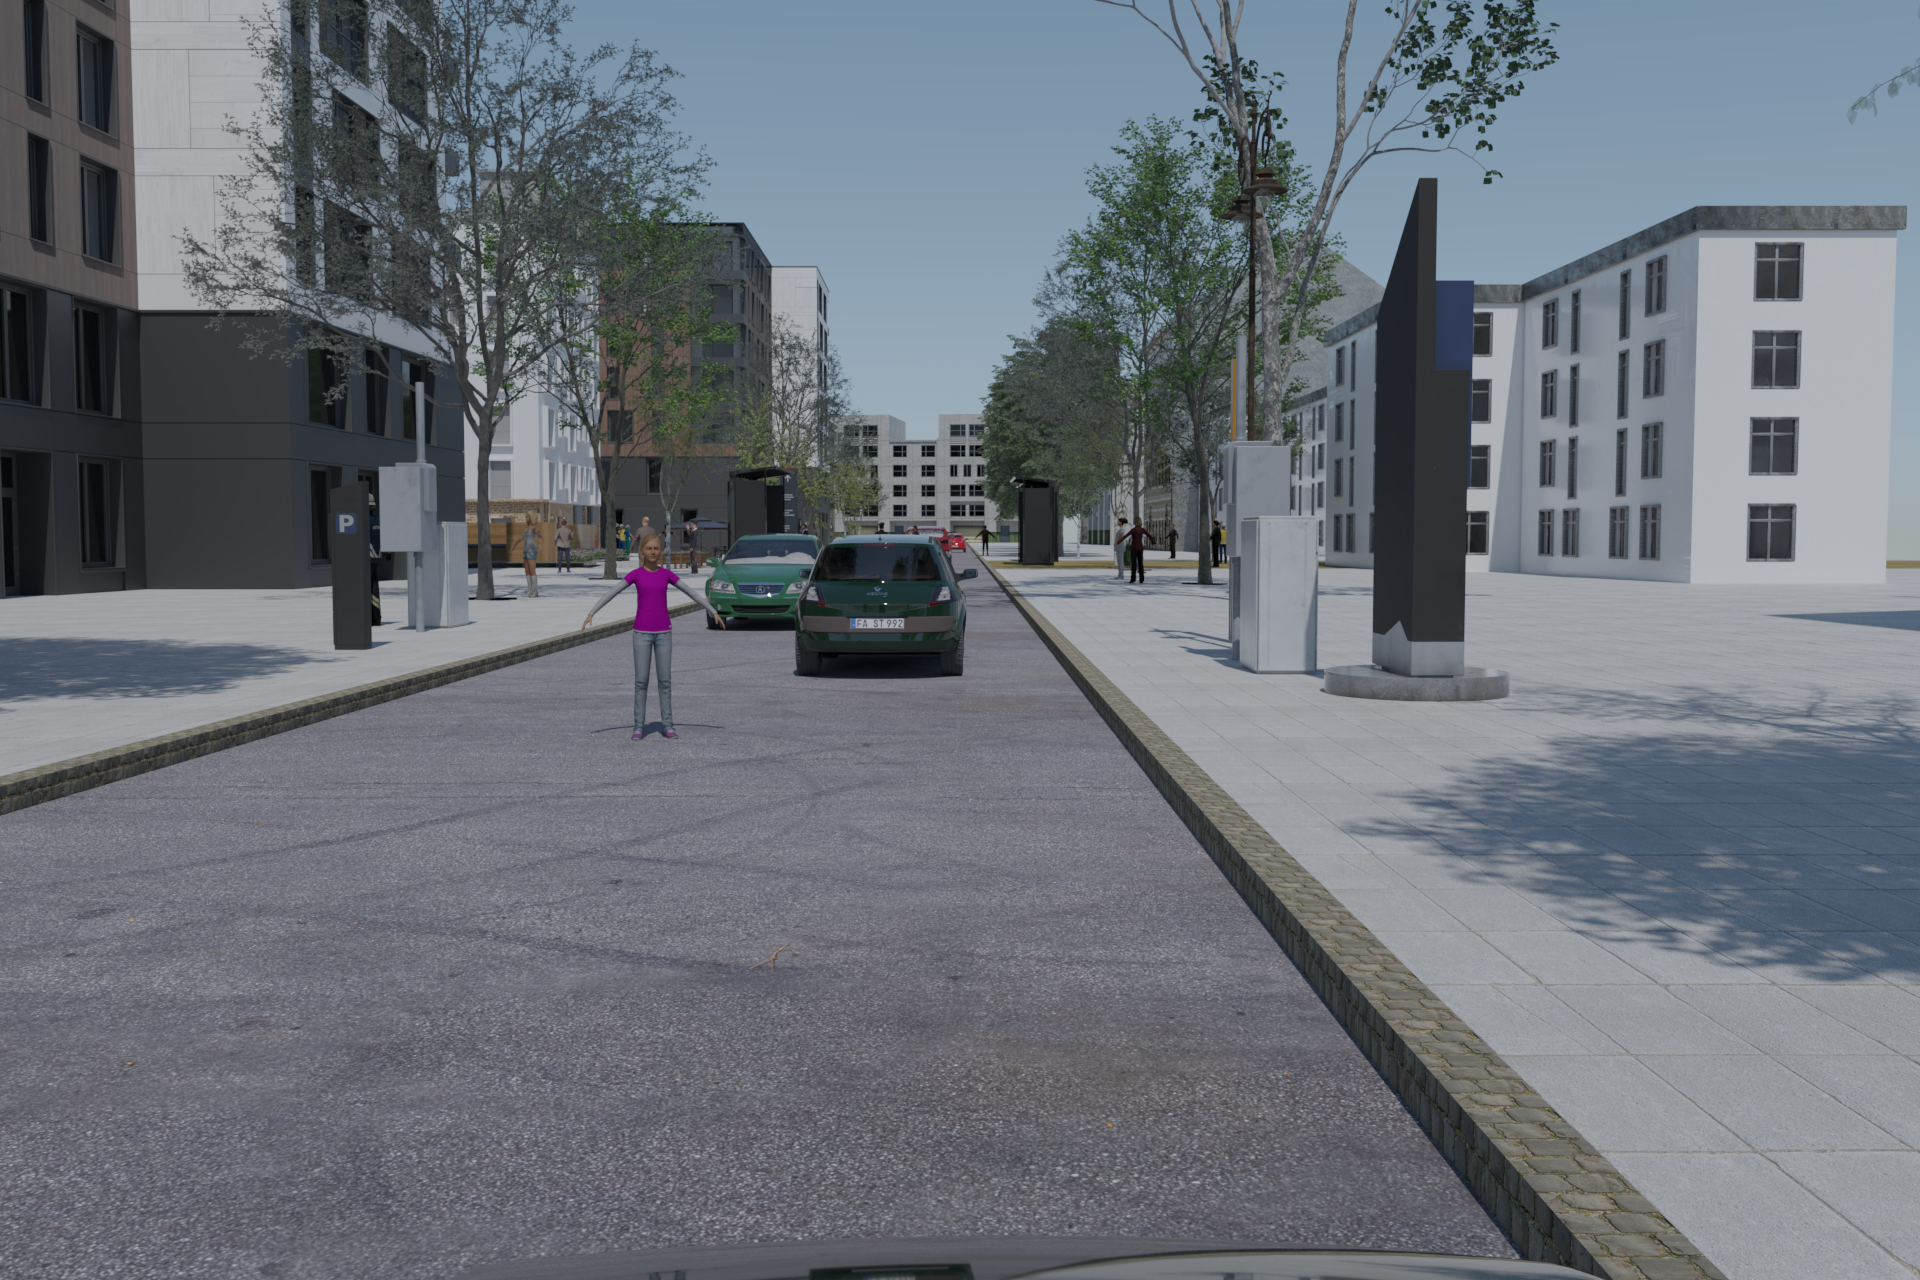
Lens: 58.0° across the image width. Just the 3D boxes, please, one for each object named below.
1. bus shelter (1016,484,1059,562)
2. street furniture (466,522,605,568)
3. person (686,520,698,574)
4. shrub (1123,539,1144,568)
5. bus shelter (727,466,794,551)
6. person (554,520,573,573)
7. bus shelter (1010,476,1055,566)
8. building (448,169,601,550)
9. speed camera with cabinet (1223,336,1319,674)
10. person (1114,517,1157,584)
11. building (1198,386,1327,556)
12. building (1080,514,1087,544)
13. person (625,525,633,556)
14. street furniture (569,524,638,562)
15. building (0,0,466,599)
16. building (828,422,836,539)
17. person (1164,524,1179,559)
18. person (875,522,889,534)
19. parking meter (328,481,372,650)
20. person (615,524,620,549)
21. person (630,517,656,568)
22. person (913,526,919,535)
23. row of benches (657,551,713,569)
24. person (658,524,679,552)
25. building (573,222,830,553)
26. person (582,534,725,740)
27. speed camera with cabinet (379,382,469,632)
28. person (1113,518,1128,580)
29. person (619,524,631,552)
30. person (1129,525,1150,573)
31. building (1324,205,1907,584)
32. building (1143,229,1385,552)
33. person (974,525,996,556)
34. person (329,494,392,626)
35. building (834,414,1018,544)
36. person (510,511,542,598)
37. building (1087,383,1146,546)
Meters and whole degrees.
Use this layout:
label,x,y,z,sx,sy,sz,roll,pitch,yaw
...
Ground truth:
label,x,y,z,sx,sy,sz,roll,pitch,yaw
bus shelter,3.679,-5.560,82.189,1.731,3.624,6.357,0,4,-1
street furniture,-16.779,-3.800,68.990,9.812,1.723,11.010,0,4,-7
person,-8.746,-3.021,56.231,0.742,1.727,0.445,3,5,42
shrub,6.515,-3.336,65.664,1.383,1.207,1.383,0,3,0
bus shelter,-7.201,-4.392,63.092,1.731,3.624,6.357,0,4,0
person,-13.201,-3.131,57.759,0.617,1.759,0.750,-1,4,-10
bus shelter,3.069,-5.021,73.381,1.731,3.624,6.357,0,3,0
building,-26.560,-14.355,91.128,16.016,20.090,11.380,0,3,0
speed camera with cabinet,2.994,-1.369,16.715,0.660,3.252,2.038,0,4,0
person,4.566,-2.332,44.942,1.215,1.729,0.721,-1,4,-20
building,21.626,-10.356,111.463,9.099,9.664,28.070,0,4,0
building,26.095,-24.629,233.607,19.493,23.208,18.063,0,4,0
person,-19.338,-5.803,101.007,0.704,1.817,1.347,-3,4,-39
street furniture,-18.478,-4.551,81.259,9.812,1.723,11.010,1,4,12
building,-29.323,-11.818,37.205,27.936,21.610,32.646,0,3,0
building,-27.071,-24.712,234.964,19.493,23.208,18.063,0,4,1
person,10.967,-5.092,89.483,0.704,1.802,1.346,-2,4,-25
person,-2.662,-3.097,59.032,1.347,1.837,0.705,1,4,12
parking meter,-6.768,-0.826,19.211,0.399,1.863,0.255,0,4,0
person,-18.868,-5.481,95.399,0.705,1.856,1.354,-1,4,-15
person,-8.780,-2.539,48.115,0.990,1.755,0.434,-3,5,-41
person,-1.966,-4.077,75.349,0.704,1.802,1.346,1,4,14
row of benches,-10.410,-2.991,64.369,1.422,0.672,4.104,1,4,20
person,-16.001,-5.413,94.643,1.345,1.843,0.704,-2,4,-24
building,-24.808,-17.493,129.987,27.936,21.610,32.646,0,4,0
person,-2.135,-0.021,12.072,0.991,1.433,0.599,-1,4,-17
speed camera with cabinet,-7.223,-1.775,23.356,0.660,3.252,2.038,0,4,0
person,4.436,-2.569,48.766,0.721,1.739,1.217,1,4,10
person,-19.099,-5.612,97.718,1.349,1.833,0.705,2,4,27
person,5.906,-3.105,56.674,0.599,1.838,0.709,-3,4,-36
building,19.655,-7.114,58.465,9.099,9.664,28.070,0,4,0
building,24.586,-18.555,134.299,19.493,23.208,18.063,0,4,0
person,1.513,-5.945,103.334,1.346,1.812,0.704,0,4,2
person,-8.232,-1.108,23.977,0.704,1.845,1.351,1,4,15
building,-2.172,-24.035,261.882,31.486,18.905,16.747,0,4,7
person,-8.753,-1.737,35.015,0.721,1.753,1.214,-3,5,-42
building,24.943,-20.858,207.480,16.747,18.905,31.486,0,4,0
